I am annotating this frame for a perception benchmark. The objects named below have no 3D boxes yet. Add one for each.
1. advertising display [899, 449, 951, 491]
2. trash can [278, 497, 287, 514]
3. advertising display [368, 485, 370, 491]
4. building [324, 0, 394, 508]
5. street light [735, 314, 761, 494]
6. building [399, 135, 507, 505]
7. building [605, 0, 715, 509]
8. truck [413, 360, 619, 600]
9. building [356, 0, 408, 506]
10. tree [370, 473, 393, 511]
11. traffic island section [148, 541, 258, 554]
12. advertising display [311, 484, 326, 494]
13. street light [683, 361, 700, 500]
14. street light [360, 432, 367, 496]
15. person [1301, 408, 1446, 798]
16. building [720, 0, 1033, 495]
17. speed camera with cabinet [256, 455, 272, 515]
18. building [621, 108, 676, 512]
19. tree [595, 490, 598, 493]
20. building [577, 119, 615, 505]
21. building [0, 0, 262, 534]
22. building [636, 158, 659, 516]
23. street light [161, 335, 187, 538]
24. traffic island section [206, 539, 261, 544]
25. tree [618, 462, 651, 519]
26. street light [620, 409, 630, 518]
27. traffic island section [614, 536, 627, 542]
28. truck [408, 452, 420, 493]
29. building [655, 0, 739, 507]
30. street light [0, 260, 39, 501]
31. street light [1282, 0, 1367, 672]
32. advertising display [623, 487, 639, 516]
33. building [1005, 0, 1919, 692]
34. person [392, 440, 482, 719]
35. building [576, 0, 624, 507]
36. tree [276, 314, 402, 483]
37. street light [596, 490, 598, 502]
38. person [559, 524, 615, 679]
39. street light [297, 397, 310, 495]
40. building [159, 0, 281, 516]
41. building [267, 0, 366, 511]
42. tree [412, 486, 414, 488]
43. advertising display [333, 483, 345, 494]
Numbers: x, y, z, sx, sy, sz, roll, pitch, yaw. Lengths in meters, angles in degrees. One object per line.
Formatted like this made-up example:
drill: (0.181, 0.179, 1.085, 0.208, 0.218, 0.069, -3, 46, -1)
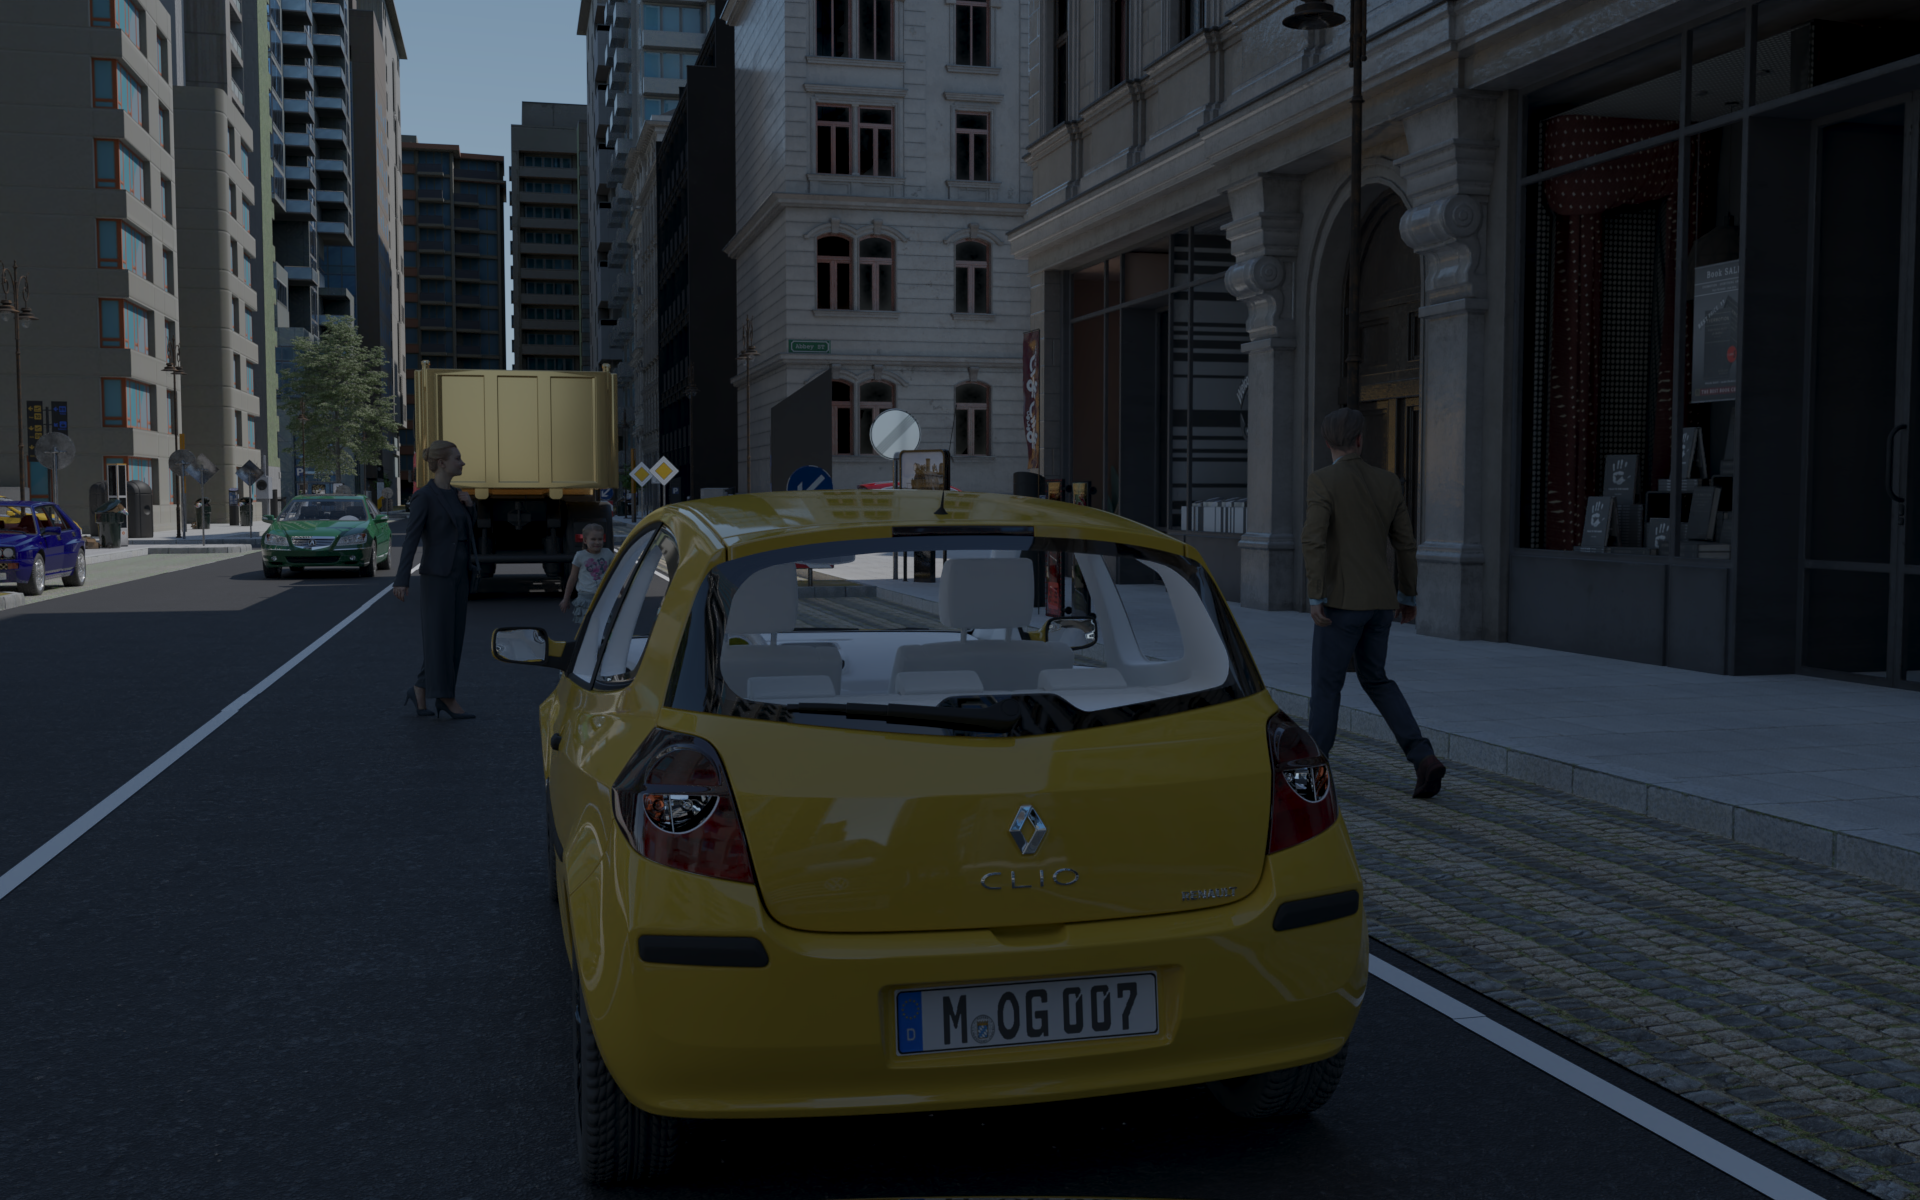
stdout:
advertising display: (-0.513, -1.216, 25.095, 0.123, 1.923, 0.974, -3, 5, -44)
trash can: (-36.116, -4.915, 92.006, 0.748, 1.137, 0.748, 0, 3, 0)
advertising display: (-41.505, -7.123, 121.676, 0.123, 1.923, 0.974, -1, 4, -17)
building: (-59.491, -31.009, 157.100, 14.600, 45.320, 14.200, -1, 4, -14)
street light: (-5.465, -4.399, 44.717, 0.468, 5.910, 1.993, -1, 4, -14)
building: (-70.480, -34.166, 213.231, 28.867, 44.769, 22.147, -1, 4, -14)
building: (-18.038, -32.204, 146.143, 23.786, 49.044, 30.456, -1, 4, -14)
truck: (-6.928, -1.908, 27.115, 3.469, 3.379, 9.791, -1, 4, -14)
building: (-71.356, -35.971, 177.358, 27.495, 52.752, 28.713, -1, 4, -14)
tree: (-45.277, -8.621, 135.553, 1.663, 3.219, 1.824, 0, 3, 0)
traffic island section: (-18.682, -1.251, 42.740, 2.009, 0.180, 2.903, -1, 4, -14)
advertising display: (-42.103, -6.636, 113.716, 0.123, 1.923, 0.974, 3, 4, 37)
street light: (-9.307, -5.340, 60.096, 0.468, 5.910, 1.993, -1, 4, -14)
street light: (-39.525, -8.697, 114.989, 0.468, 5.910, 1.993, -1, 4, -14)
person: (1.895, 0.016, 8.146, 0.836, 1.842, 0.656, 2, 4, 31)
building: (3.605, -16.887, 63.491, 23.554, 28.519, 14.401, -1, 4, -14)
speed camera with cabinet: (-36.053, -5.725, 87.935, 2.038, 3.252, 0.660, 0, 4, -3)
building: (-15.014, -20.138, 116.650, 14.401, 28.519, 23.554, -1, 4, -14)
tree: (-29.166, -8.713, 137.052, 1.663, 3.219, 1.824, 0, 3, 0)
building: (-35.459, -31.200, 193.706, 14.154, 41.232, 14.086, -1, 4, -14)
building: (-43.377, -13.473, 65.315, 27.650, 21.520, 28.899, -1, 4, -14)
building: (-12.272, -15.093, 95.929, 9.793, 20.994, 18.267, -1, 4, -14)
street light: (-22.819, -4.748, 50.417, 0.468, 5.910, 1.993, -1, 4, -14)
traffic island section: (-20.680, -1.724, 50.472, 2.009, 0.180, 2.903, -1, 4, -14)
tree: (-16.987, -5.873, 90.628, 1.663, 3.219, 1.824, 0, 3, 0)
street light: (-17.884, -7.327, 92.578, 0.468, 5.910, 1.993, -1, 4, -14)
traffic island section: (-9.745, -1.896, 53.282, 2.009, 0.180, 2.903, -1, 4, -14)
truck: (-29.686, -6.719, 98.763, 2.839, 4.237, 11.283, -1, 4, -14)
building: (-7.021, -15.275, 79.419, 12.332, 23.373, 15.834, -1, 4, -14)
street light: (-18.657, -3.766, 34.366, 0.468, 5.910, 1.993, -1, 4, -14)
street light: (2.821, -2.421, 12.368, 0.468, 5.910, 1.993, -1, 4, -14)
advertising display: (-19.647, -6.003, 103.365, 0.974, 1.923, 0.123, 1, 4, 19)
building: (5.628, -10.756, 26.770, 10.553, 20.767, 40.483, -1, 4, -14)
person: (-3.350, -0.130, 11.050, 0.534, 1.772, 0.576, 0, 4, -2)
building: (-23.163, -35.801, 174.578, 28.713, 52.752, 27.495, -1, 4, -14)
tree: (-39.266, -11.691, 109.268, 7.486, 12.596, 7.792, 0, 3, 0)
street light: (-26.297, -9.328, 125.304, 0.468, 5.910, 1.993, -1, 4, -14)
person: (-2.751, 0.028, 13.063, 0.505, 1.210, 0.382, -3, 4, -36)
street light: (-31.234, -6.706, 82.430, 0.468, 5.910, 1.993, -1, 4, -14)
building: (-46.047, -25.156, 94.895, 14.154, 41.232, 14.086, -1, 4, -14)
building: (-57.815, -50.172, 132.978, 22.319, 86.520, 31.000, -1, 4, -14)
tree: (-57.336, -11.612, 184.463, 1.663, 3.219, 1.824, 0, 3, 0)
advertising display: (-35.485, -5.734, 98.961, 0.974, 1.923, 0.123, 2, 4, 35)
